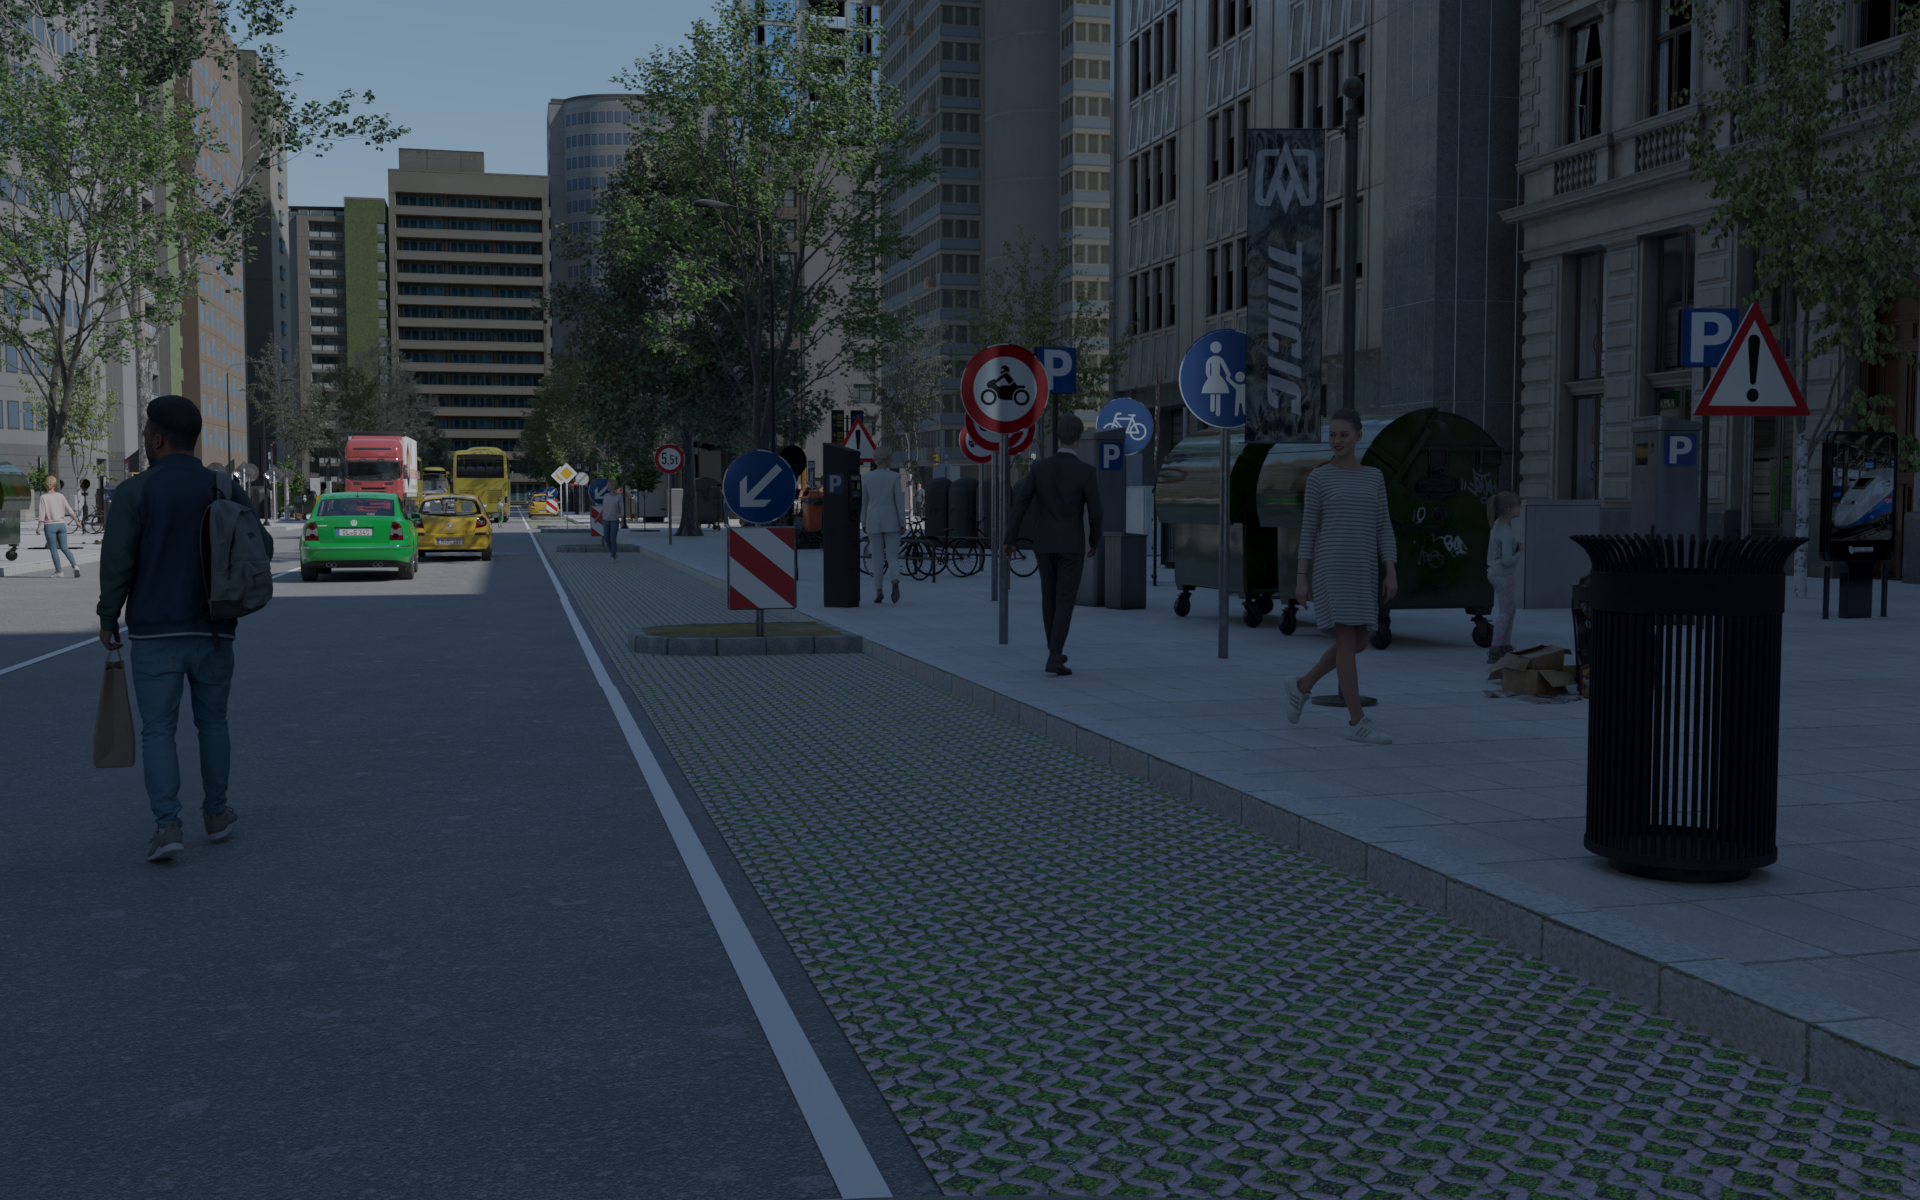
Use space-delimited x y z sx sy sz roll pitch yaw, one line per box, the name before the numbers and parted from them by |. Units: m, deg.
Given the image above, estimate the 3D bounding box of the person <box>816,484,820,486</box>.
person | -7.088 -4.930 86.894 0.600 1.795 0.529 2 4 29

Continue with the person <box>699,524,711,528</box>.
person | -9.756 -3.585 65.488 0.563 1.720 0.643 -3 5 -43

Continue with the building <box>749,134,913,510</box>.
building | -10.669 -22.721 143.185 14.160 30.474 14.107 -1 4 -14

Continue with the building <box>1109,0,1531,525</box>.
building | 12.979 -13.938 45.908 12.078 24.808 19.932 -1 4 -14

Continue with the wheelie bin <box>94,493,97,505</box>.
wheelie bin | -46.909 -5.314 94.793 0.693 1.594 0.980 0 4 3

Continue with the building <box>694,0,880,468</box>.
building | -13.450 -52.206 166.232 22.319 86.520 31.000 -1 4 -14

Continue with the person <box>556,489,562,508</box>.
person | -36.174 -9.153 156.497 0.742 1.727 0.445 0 4 4

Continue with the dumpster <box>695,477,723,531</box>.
dumpster | -9.011 -3.365 60.779 1.264 1.857 1.865 -1 4 -15

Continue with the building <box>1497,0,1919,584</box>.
building | 17.993 -12.058 26.019 11.050 23.489 19.941 -1 4 -14

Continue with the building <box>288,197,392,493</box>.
building | -85.861 -33.998 239.459 14.086 41.232 14.154 -1 4 -14

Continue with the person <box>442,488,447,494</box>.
person | -30.919 -5.847 104.285 0.537 1.800 0.526 -3 4 -36

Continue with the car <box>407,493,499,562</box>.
car | -11.232 -1.717 38.303 2.015 1.641 3.980 -1 4 -15

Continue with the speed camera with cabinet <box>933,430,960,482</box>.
speed camera with cabinet | 0.145 -3.604 53.259 2.038 3.252 0.660 2 4 35

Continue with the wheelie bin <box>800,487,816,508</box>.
wheelie bin | -6.411 -4.087 74.728 0.693 1.594 0.980 2 4 32

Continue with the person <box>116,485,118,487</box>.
person | -49.025 -5.794 100.805 0.654 1.822 0.581 1 4 18

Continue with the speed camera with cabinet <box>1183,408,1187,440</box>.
speed camera with cabinet | 5.010 -2.815 40.367 0.660 3.252 2.038 0 4 4

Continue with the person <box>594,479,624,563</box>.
person | -7.235 -1.633 35.869 0.731 1.740 0.598 1 4 11

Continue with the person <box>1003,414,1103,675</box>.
person | 0.730 -0.405 12.442 0.659 1.850 0.755 1 4 23

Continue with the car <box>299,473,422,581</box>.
car | -10.374 -1.301 30.061 1.959 1.807 4.718 -1 4 -16

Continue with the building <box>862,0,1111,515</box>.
building | 8.426 -25.450 107.983 23.993 40.220 32.217 -1 4 -14

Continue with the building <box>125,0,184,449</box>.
building | -65.484 -27.042 125.726 14.154 41.232 14.086 -1 4 -14

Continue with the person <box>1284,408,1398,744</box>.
person | 1.984 -0.143 9.139 0.466 1.731 0.760 -3 5 -41

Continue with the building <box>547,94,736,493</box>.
building | -45.148 -43.438 252.214 28.212 58.520 21.231 -1 4 -14

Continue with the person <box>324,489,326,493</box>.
person | -50.520 -8.059 137.982 0.728 1.800 0.709 -2 4 -30

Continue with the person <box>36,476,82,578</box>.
person | -15.298 -1.248 29.578 0.598 1.740 0.731 1 4 18

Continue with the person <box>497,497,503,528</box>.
person | -19.273 -3.657 72.540 0.306 1.304 0.590 0 4 4

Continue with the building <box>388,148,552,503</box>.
building | -69.463 -38.127 247.075 21.600 48.544 21.300 -1 4 -14

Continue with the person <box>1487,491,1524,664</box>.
person | 4.142 -0.170 13.108 0.394 1.301 0.425 -1 4 -10

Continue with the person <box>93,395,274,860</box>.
person | -3.146 0.098 6.883 0.794 1.824 0.713 -1 4 -22

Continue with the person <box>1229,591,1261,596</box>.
person | 3.497 -0.943 21.817 0.721 1.781 0.623 -1 4 -22

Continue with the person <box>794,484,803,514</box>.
person | -8.367 -5.044 88.488 0.573 1.828 0.580 3 4 38

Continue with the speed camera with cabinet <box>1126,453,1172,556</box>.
speed camera with cabinet | 3.746 -2.578 36.490 0.660 3.252 2.038 -1 4 -17

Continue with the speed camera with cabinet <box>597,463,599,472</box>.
speed camera with cabinet | -22.836 -7.150 111.243 0.660 3.252 2.038 -2 4 -31

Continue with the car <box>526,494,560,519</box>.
car | -24.645 -5.639 102.421 2.015 1.641 3.980 -1 4 -14

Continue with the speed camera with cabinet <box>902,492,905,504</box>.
speed camera with cabinet | -5.060 -8.041 125.809 2.038 3.252 0.660 -1 4 -19

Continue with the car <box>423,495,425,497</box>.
car | -34.009 -5.961 109.825 2.083 1.381 4.827 -1 4 -13

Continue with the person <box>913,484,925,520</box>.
person | -2.073 -4.919 86.648 0.661 1.801 0.590 3 4 37

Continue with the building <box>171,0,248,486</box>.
building | -73.226 -30.964 156.374 14.600 45.320 14.200 -1 4 -14

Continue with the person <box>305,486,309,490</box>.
person | -36.255 -5.474 96.375 0.643 1.720 0.563 2 4 33

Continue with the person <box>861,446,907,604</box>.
person | -0.881 -0.865 20.066 0.514 1.842 0.818 -1 4 -10

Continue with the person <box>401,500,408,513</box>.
person | -17.235 -2.471 53.591 0.352 1.250 0.332 0 4 -1

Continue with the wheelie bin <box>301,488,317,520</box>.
wheelie bin | -32.406 -4.792 86.260 0.693 1.594 0.980 0 4 -8

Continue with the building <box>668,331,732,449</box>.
building | -18.476 -21.625 198.612 27.650 21.520 28.899 -1 4 -14

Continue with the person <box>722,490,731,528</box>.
person | -8.829 -3.611 65.672 0.593 1.750 0.643 3 4 38

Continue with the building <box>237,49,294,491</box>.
building | -83.970 -34.317 184.778 21.600 48.544 21.300 -1 4 -14

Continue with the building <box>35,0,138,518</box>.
building | -60.773 -33.906 96.363 21.231 58.520 28.212 -1 4 -14

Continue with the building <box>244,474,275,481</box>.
building | -106.654 -33.759 243.838 23.993 40.220 32.217 -1 4 -14
